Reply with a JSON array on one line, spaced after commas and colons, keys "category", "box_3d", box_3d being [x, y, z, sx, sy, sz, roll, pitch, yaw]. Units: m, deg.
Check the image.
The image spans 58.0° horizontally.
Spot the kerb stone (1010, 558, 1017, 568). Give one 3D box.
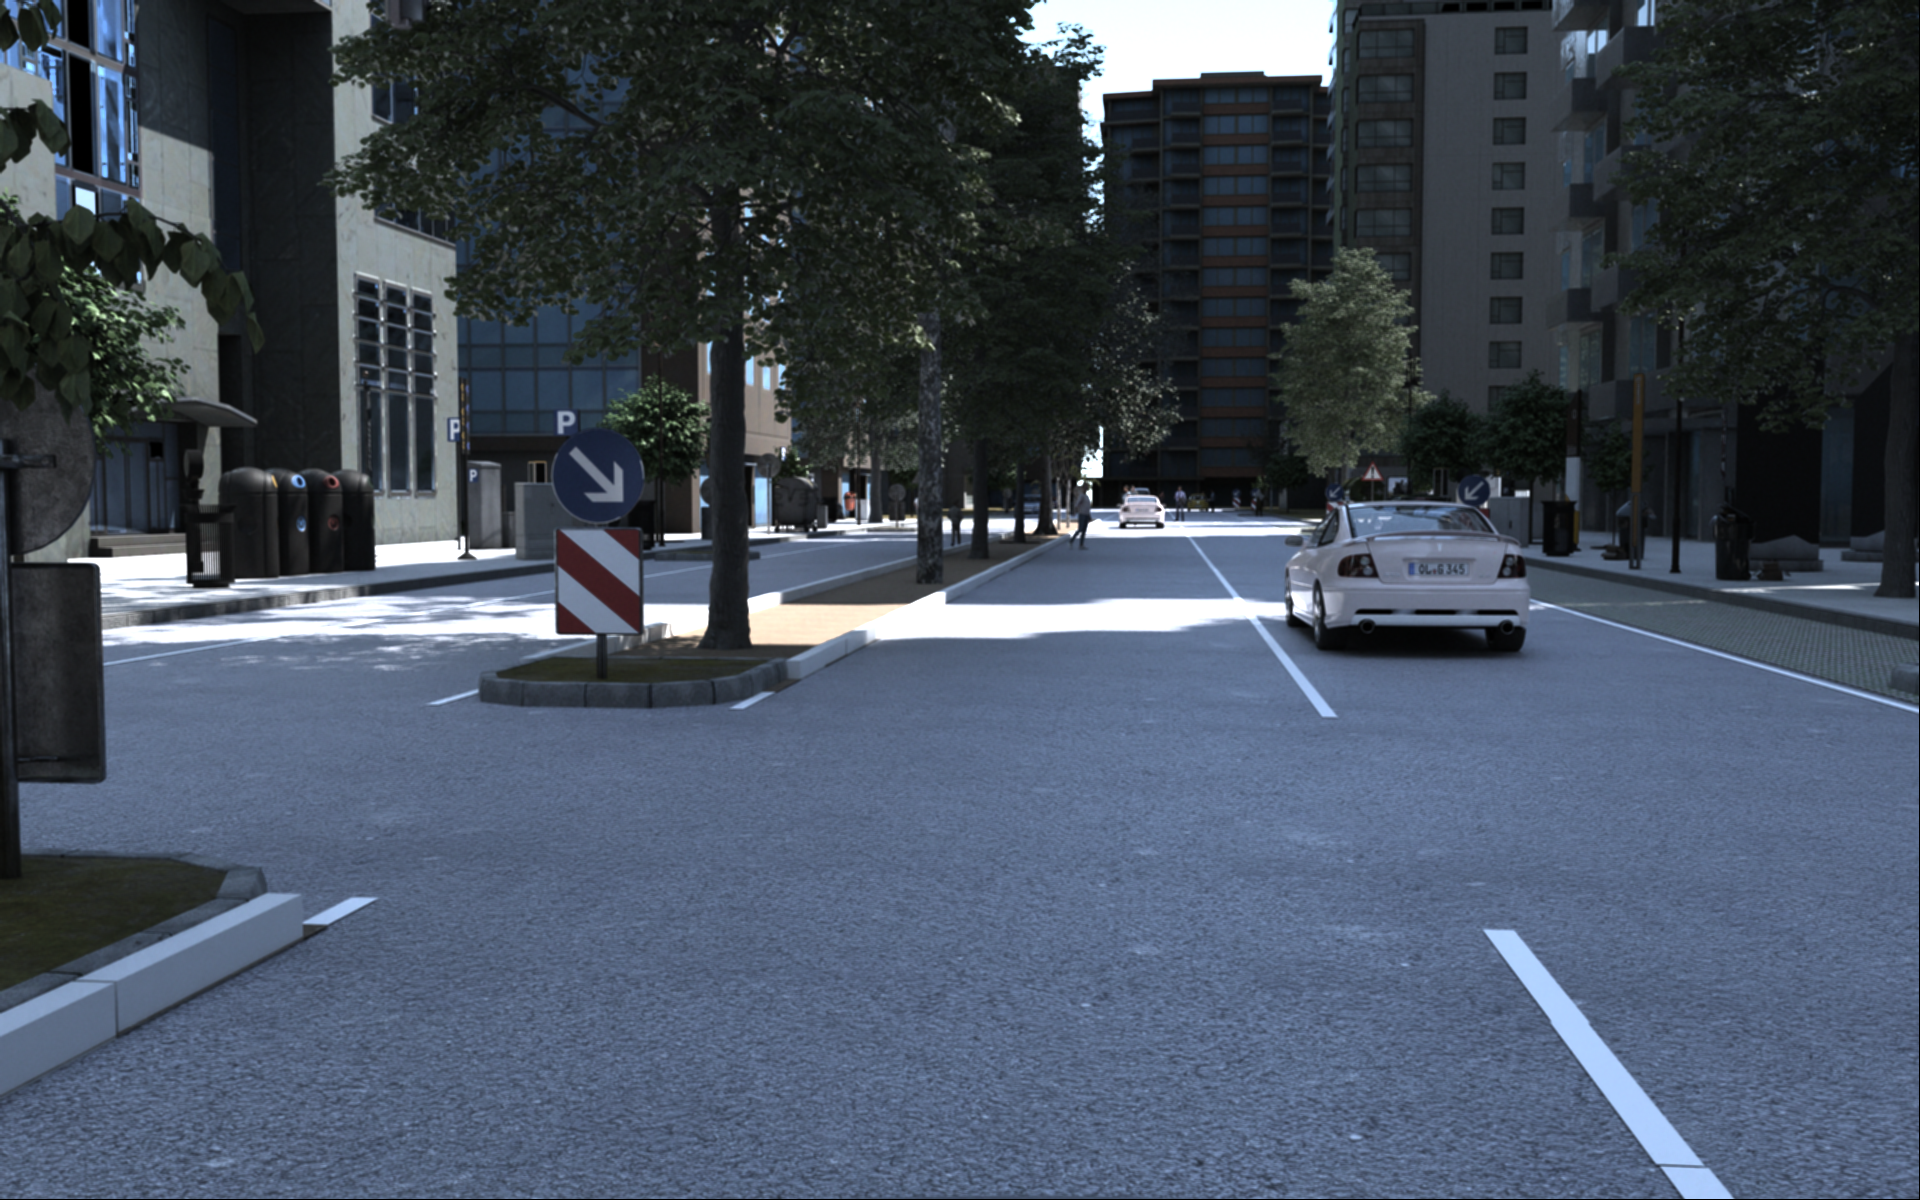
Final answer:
[{"category": "kerb stone", "box_3d": [0.943, -0.662, 33.155, 0.120, 0.150, 1.000, 0, 4, 6]}]

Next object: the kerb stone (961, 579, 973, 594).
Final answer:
[{"category": "kerb stone", "box_3d": [0.036, -0.173, 25.025, 0.120, 0.150, 1.000, 0, 4, 6]}]

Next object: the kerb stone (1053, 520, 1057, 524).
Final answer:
[{"category": "kerb stone", "box_3d": [4.825, -3.924, 86.378, 0.120, 0.150, 1.000, 0, 4, 6]}]

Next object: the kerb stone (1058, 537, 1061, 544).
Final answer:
[{"category": "kerb stone", "box_3d": [2.668, -1.604, 48.435, 0.120, 0.150, 1.000, 0, 4, 6]}]

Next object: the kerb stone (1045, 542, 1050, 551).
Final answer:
[{"category": "kerb stone", "box_3d": [2.097, -1.293, 43.339, 0.120, 0.150, 1.000, 0, 4, 6]}]

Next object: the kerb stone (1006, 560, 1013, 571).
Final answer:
[{"category": "kerb stone", "box_3d": [0.836, -0.608, 32.138, 0.120, 0.150, 1.000, 0, 4, 6]}]

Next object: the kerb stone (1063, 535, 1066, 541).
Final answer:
[{"category": "kerb stone", "box_3d": [2.999, -1.792, 51.489, 0.120, 0.150, 1.000, 0, 4, 6]}]

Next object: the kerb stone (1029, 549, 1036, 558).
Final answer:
[{"category": "kerb stone", "box_3d": [1.518, -0.981, 38.241, 0.120, 0.150, 1.000, 0, 4, 6]}]

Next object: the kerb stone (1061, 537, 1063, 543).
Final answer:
[{"category": "kerb stone", "box_3d": [2.780, -1.665, 49.456, 0.120, 0.150, 1.000, 0, 4, 6]}]

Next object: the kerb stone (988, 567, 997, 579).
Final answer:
[{"category": "kerb stone", "box_3d": [0.478, -0.413, 29.091, 0.120, 0.150, 1.000, 0, 4, 6]}]

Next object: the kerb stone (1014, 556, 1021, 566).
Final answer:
[{"category": "kerb stone", "box_3d": [1.060, -0.732, 34.170, 0.120, 0.150, 1.000, 0, 4, 6]}]

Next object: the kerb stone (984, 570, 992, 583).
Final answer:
[{"category": "kerb stone", "box_3d": [0.372, -0.355, 28.074, 0.120, 0.150, 1.000, 0, 4, 6]}]

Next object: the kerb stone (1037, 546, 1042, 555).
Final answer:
[{"category": "kerb stone", "box_3d": [1.747, -1.096, 40.285, 0.120, 0.150, 1.000, 0, 4, 6]}]

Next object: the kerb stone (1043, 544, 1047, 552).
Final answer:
[{"category": "kerb stone", "box_3d": [1.980, -1.228, 42.322, 0.120, 0.150, 1.000, 0, 4, 6]}]

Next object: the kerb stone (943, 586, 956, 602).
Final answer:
[{"category": "kerb stone", "box_3d": [-0.205, -0.049, 22.995, 0.120, 0.150, 1.000, 0, 4, 6]}]

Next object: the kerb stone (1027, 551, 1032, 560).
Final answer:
[{"category": "kerb stone", "box_3d": [1.405, -0.915, 37.223, 0.120, 0.150, 1.000, 0, 4, 6]}]

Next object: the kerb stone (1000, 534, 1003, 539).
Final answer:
[{"category": "kerb stone", "box_3d": [1.154, -1.933, 53.793, 0.120, 0.150, 1.000, 0, 4, 6]}]

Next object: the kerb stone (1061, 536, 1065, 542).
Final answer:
[{"category": "kerb stone", "box_3d": [2.892, -1.729, 50.472, 0.120, 0.150, 1.000, 0, 4, 6]}]

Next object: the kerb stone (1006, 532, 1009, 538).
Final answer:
[{"category": "kerb stone", "box_3d": [1.386, -2.050, 55.836, 0.120, 0.150, 1.000, 0, 4, 6]}]

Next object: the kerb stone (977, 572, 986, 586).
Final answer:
[{"category": "kerb stone", "box_3d": [0.255, -0.297, 27.058, 0.120, 0.150, 1.000, 0, 4, 6]}]

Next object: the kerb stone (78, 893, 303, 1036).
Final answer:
[{"category": "kerb stone", "box_3d": [-2.227, 1.049, 5.075, 0.120, 0.150, 1.000, 0, 4, 6]}]

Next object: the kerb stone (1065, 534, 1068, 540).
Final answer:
[{"category": "kerb stone", "box_3d": [3.120, -1.853, 52.508, 0.120, 0.150, 1.000, 0, 4, 6]}]

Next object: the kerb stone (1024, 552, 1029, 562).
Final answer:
[{"category": "kerb stone", "box_3d": [1.286, -0.854, 36.208, 0.120, 0.150, 1.000, 0, 4, 6]}]

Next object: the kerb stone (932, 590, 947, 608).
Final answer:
[{"category": "kerb stone", "box_3d": [-0.313, 0.013, 21.978, 0.120, 0.150, 1.000, 0, 4, 6]}]

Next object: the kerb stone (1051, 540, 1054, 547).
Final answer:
[{"category": "kerb stone", "box_3d": [2.320, -1.418, 45.376, 0.120, 0.150, 1.000, 0, 4, 6]}]

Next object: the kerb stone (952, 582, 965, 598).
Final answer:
[{"category": "kerb stone", "box_3d": [-0.087, -0.109, 24.011, 0.120, 0.150, 1.000, 0, 4, 6]}]

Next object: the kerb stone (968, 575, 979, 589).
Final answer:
[{"category": "kerb stone", "box_3d": [0.145, -0.232, 26.042, 0.120, 0.150, 1.000, 0, 4, 6]}]

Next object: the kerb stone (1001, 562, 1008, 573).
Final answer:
[{"category": "kerb stone", "box_3d": [0.711, -0.544, 31.122, 0.120, 0.150, 1.000, 0, 4, 6]}]

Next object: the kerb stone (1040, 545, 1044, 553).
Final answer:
[{"category": "kerb stone", "box_3d": [1.860, -1.169, 41.305, 0.120, 0.150, 1.000, 0, 4, 6]}]

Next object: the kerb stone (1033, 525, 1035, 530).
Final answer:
[{"category": "kerb stone", "box_3d": [2.769, -2.805, 68.059, 0.120, 0.150, 1.000, 0, 4, 6]}]

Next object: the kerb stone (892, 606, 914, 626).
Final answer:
[{"category": "kerb stone", "box_3d": [-0.664, 0.201, 18.932, 0.120, 0.150, 1.000, 0, 4, 6]}]

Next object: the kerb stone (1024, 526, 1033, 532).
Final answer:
[{"category": "kerb stone", "box_3d": [2.648, -2.743, 67.042, 0.120, 0.150, 1.000, 0, 4, 6]}]

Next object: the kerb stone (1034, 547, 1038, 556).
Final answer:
[{"category": "kerb stone", "box_3d": [1.620, -1.044, 39.261, 0.120, 0.150, 1.000, 0, 4, 6]}]

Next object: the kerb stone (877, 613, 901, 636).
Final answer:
[{"category": "kerb stone", "box_3d": [-0.771, 0.266, 17.907, 0.120, 0.150, 1.000, 0, 4, 6]}]

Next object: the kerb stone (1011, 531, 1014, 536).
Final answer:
[{"category": "kerb stone", "box_3d": [1.610, -2.179, 57.868, 0.120, 0.150, 1.000, 0, 4, 6]}]

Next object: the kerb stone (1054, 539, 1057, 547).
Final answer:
[{"category": "kerb stone", "box_3d": [2.437, -1.475, 46.401, 0.120, 0.150, 1.000, 0, 4, 6]}]

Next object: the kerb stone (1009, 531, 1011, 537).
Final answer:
[{"category": "kerb stone", "box_3d": [1.505, -2.120, 56.851, 0.120, 0.150, 1.000, 0, 4, 6]}]

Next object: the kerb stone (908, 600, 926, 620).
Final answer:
[{"category": "kerb stone", "box_3d": [-0.541, 0.138, 19.947, 0.120, 0.150, 1.000, 0, 4, 6]}]

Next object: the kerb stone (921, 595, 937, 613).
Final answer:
[{"category": "kerb stone", "box_3d": [-0.432, 0.075, 20.963, 0.120, 0.150, 1.000, 0, 4, 6]}]

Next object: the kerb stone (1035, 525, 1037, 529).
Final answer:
[{"category": "kerb stone", "box_3d": [2.878, -2.867, 69.078, 0.120, 0.150, 1.000, 0, 4, 6]}]

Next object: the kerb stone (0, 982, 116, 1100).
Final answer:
[{"category": "kerb stone", "box_3d": [-2.333, 1.109, 4.058, 0.120, 0.150, 1.000, 0, 4, 6]}]

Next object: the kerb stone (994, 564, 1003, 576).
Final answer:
[{"category": "kerb stone", "box_3d": [0.591, -0.484, 30.106, 0.120, 0.150, 1.000, 0, 4, 6]}]

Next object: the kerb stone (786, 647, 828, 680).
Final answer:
[{"category": "kerb stone", "box_3d": [-1.230, 0.512, 13.831, 0.120, 0.150, 1.000, 0, 4, 6]}]

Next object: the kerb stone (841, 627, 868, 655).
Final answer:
[{"category": "kerb stone", "box_3d": [-1.007, 0.389, 15.864, 0.120, 0.150, 1.000, 0, 4, 6]}]

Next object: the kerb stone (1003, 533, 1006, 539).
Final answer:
[{"category": "kerb stone", "box_3d": [1.274, -1.995, 54.809, 0.120, 0.150, 1.000, 0, 4, 6]}]

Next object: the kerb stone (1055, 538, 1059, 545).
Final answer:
[{"category": "kerb stone", "box_3d": [2.558, -1.543, 47.416, 0.120, 0.150, 1.000, 0, 4, 6]}]

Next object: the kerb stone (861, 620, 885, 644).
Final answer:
[{"category": "kerb stone", "box_3d": [-0.892, 0.327, 16.881, 0.120, 0.150, 1.000, 0, 4, 6]}]

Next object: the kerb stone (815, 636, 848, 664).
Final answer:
[{"category": "kerb stone", "box_3d": [-1.128, 0.449, 14.849, 0.120, 0.150, 1.000, 0, 4, 6]}]

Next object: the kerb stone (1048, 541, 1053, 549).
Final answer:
[{"category": "kerb stone", "box_3d": [2.218, -1.356, 44.358, 0.120, 0.150, 1.000, 0, 4, 6]}]

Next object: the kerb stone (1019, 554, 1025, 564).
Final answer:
[{"category": "kerb stone", "box_3d": [1.174, -0.795, 35.192, 0.120, 0.150, 1.000, 0, 4, 6]}]
